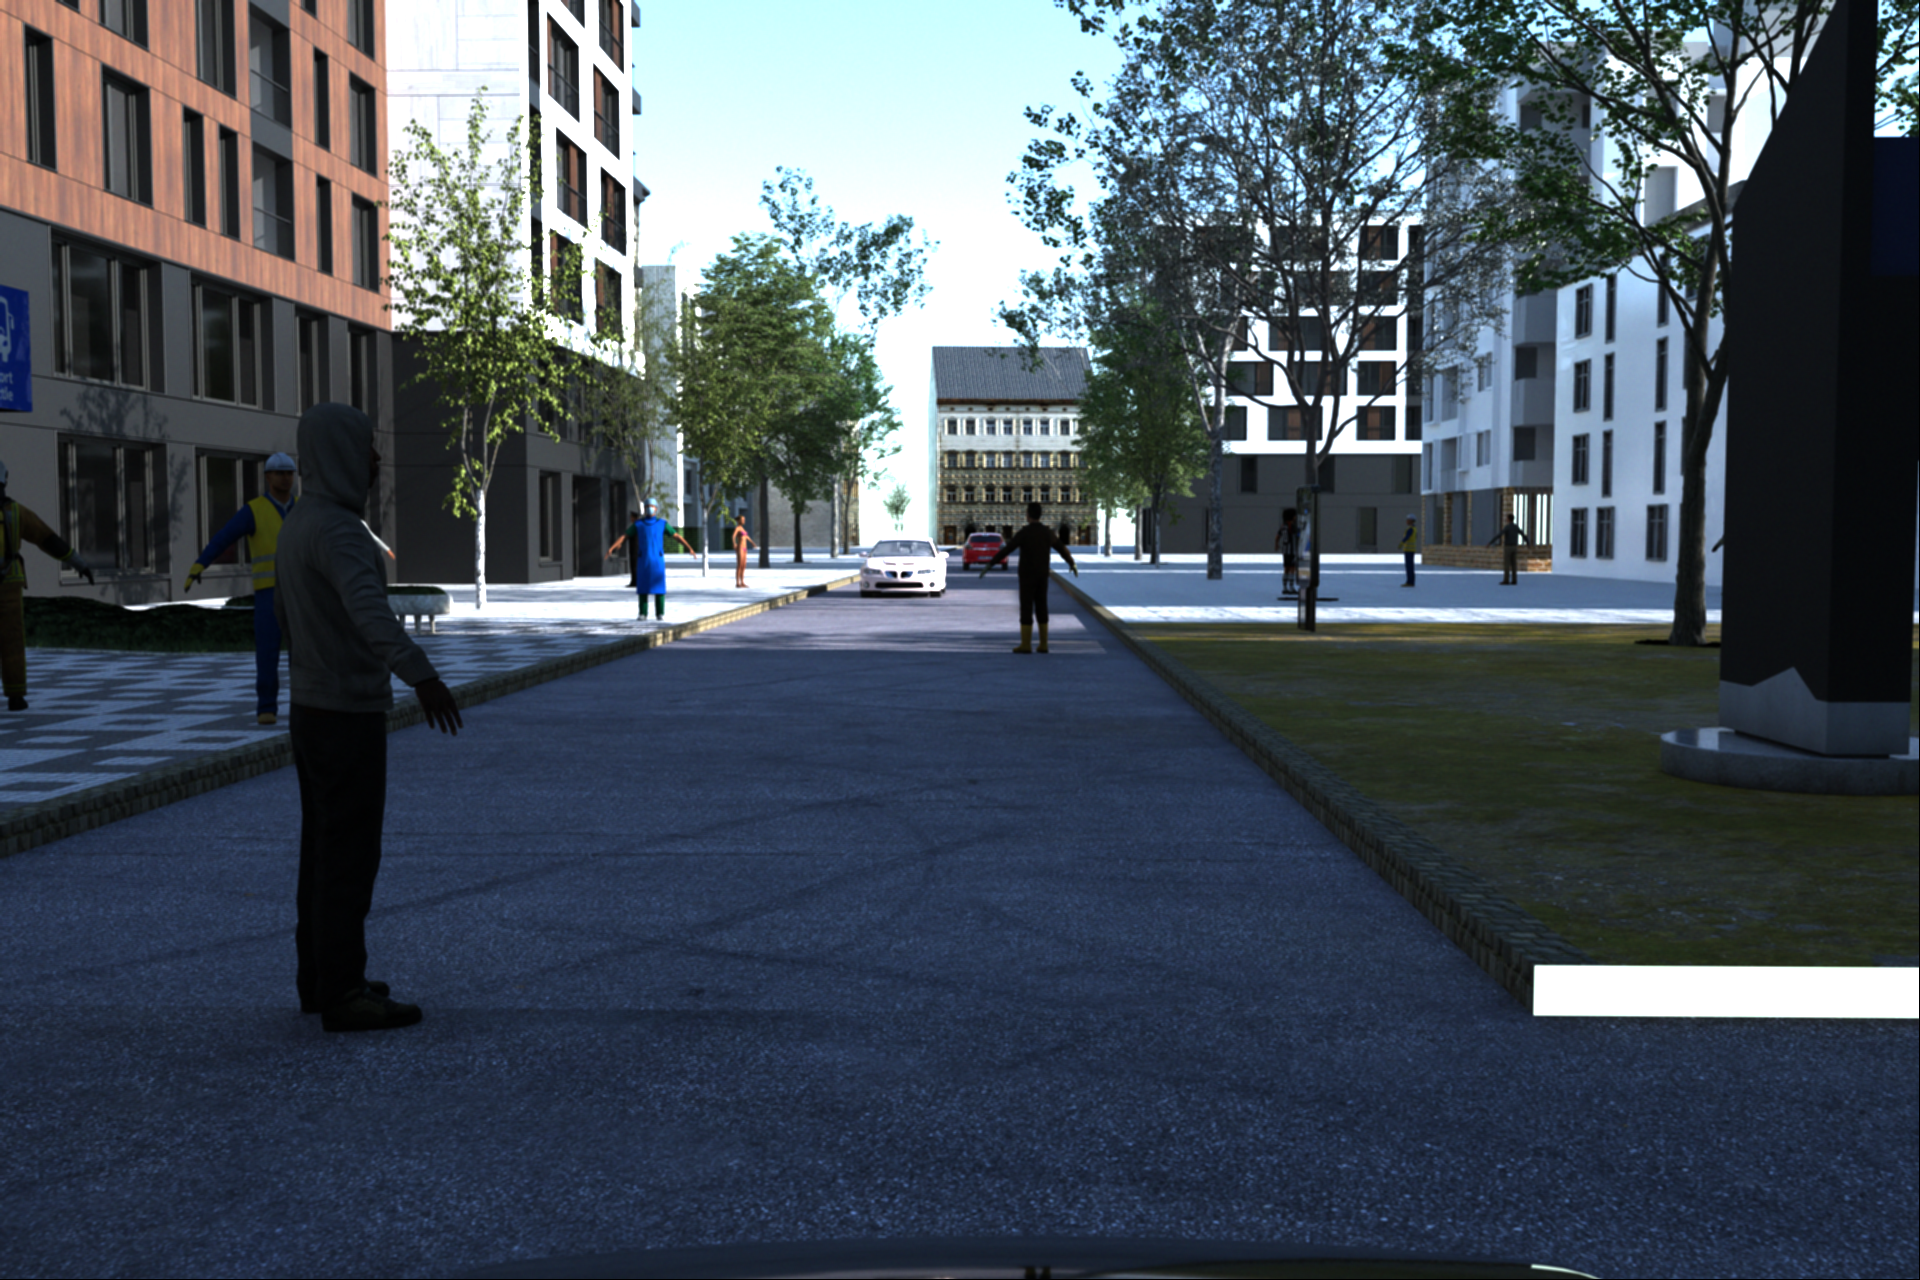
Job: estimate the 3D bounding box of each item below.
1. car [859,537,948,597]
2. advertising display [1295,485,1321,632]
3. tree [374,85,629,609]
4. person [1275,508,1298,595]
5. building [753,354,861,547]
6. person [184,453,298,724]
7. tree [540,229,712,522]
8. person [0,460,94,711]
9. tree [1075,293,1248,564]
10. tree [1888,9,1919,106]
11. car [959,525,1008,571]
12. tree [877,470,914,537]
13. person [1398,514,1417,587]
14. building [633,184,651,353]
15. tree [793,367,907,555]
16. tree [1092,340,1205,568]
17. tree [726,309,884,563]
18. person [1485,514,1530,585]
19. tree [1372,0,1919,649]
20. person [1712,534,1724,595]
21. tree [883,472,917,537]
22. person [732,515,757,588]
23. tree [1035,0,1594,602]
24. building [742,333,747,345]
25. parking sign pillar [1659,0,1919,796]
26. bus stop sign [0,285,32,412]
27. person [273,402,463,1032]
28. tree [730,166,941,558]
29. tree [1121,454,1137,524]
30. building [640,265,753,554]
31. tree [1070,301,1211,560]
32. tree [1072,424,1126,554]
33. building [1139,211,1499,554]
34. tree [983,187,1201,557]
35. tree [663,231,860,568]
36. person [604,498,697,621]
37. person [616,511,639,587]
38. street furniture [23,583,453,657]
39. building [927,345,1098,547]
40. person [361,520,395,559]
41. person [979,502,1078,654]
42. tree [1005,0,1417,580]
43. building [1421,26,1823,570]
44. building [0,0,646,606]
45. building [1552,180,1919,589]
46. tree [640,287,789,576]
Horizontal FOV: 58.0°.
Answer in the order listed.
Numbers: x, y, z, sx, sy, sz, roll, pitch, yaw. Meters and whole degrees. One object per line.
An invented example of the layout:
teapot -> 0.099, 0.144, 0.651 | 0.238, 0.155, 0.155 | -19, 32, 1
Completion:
car -> -1.299, -1.740, 40.803 | 2.083, 1.381, 4.827 | 0, 4, 1
advertising display -> 4.628, -1.092, 23.075 | 0.123, 1.923, 0.974 | 0, 4, 0
tree -> -8.058, -4.844, 29.570 | 4.737, 8.622, 4.395 | 0, 3, 0
person -> 7.047, -1.878, 36.856 | 0.704, 1.843, 1.345 | -2, 4, -24
building -> -20.309, -21.117, 176.187 | 19.493, 23.208, 18.063 | 0, 4, 2
person -> -4.608, -0.357, 11.811 | 1.349, 1.833, 0.705 | -3, 5, -41
tree -> -7.462, -5.572, 41.460 | 4.360, 8.622, 3.978 | 0, 3, 0
person -> -7.014, -0.415, 12.550 | 1.354, 1.858, 0.705 | -2, 4, -34
tree -> 8.403, -9.039, 73.536 | 9.928, 11.665, 9.643 | 0, 3, 0
tree -> 8.573, -3.789, 12.310 | 4.360, 8.622, 3.978 | 0, 3, 0
car -> 1.024, -3.690, 69.376 | 2.155, 1.783, 4.494 | 0, 4, 1
tree -> -6.938, -15.138, 197.874 | 4.360, 8.622, 3.978 | 0, 3, 0
person -> 10.900, -2.189, 42.256 | 0.721, 1.772, 1.216 | 2, 4, 29
building -> -23.684, -14.498, 67.967 | 19.493, 23.208, 18.063 | 0, 4, 2
tree -> -6.830, -11.012, 105.804 | 9.928, 11.665, 9.643 | 0, 3, 0
tree -> 7.277, -6.999, 64.792 | 4.737, 8.622, 4.395 | 0, 3, 0
tree -> -7.212, -9.297, 77.756 | 9.928, 11.665, 9.643 | 0, 3, 0
person -> 13.923, -2.299, 43.864 | 1.348, 1.796, 0.705 | -1, 4, -21
tree -> 8.546, -5.735, 19.517 | 9.928, 11.665, 9.643 | 0, 3, 0
person -> 16.004, -1.841, 35.875 | 0.705, 1.856, 1.354 | 0, 4, -2
tree -> -6.540, -15.496, 203.715 | 4.360, 8.622, 3.978 | 0, 3, 0
person -> -5.182, -2.125, 41.542 | 0.721, 1.733, 1.217 | 1, 4, 17
tree -> 6.840, -7.511, 33.181 | 12.009, 13.543, 11.850 | 0, 3, 0
building -> -24.858, -17.994, 150.626 | 16.016, 20.090, 11.380 | 0, 4, 1
parking sign pillar -> 4.492, -1.260, 9.074 | 1.447, 3.967, 1.447 | 0, 4, 2
bus stop sign -> -6.709, -1.366, 11.345 | 0.837, 3.901, 0.837 | 0, 4, 1
person -> -1.801, 0.213, 5.108 | 0.705, 1.813, 1.348 | -2, 4, -35
tree -> -8.161, -14.436, 91.910 | 12.611, 20.169, 13.585 | 0, 3, 0
tree -> 22.694, -17.842, 198.376 | 9.857, 13.997, 8.962 | 0, 3, 0
building -> -26.381, -16.122, 130.052 | 16.747, 18.905, 31.486 | 0, 4, 2
tree -> 8.977, -10.163, 84.298 | 7.486, 12.596, 7.792 | 0, 3, 0
tree -> 8.925, -9.802, 110.628 | 4.737, 8.622, 4.395 | 0, 3, 0
building -> 26.775, -17.259, 126.163 | 27.936, 21.610, 32.646 | 0, 4, 1
tree -> 7.621, -14.758, 97.187 | 12.611, 20.169, 13.585 | 0, 3, 0
tree -> -7.862, -9.030, 65.774 | 7.486, 12.596, 7.792 | 0, 3, 0
person -> -4.595, -1.199, 25.737 | 1.347, 1.817, 0.704 | -1, 4, -8
person -> -7.876, -2.200, 41.899 | 0.705, 1.837, 1.347 | 1, 4, 20
street furniture -> -11.287, -0.339, 21.175 | 10.072, 0.657, 5.734 | 1, 4, 12
building -> 5.728, -22.509, 201.408 | 18.063, 23.208, 19.493 | 0, 4, -4
person -> -9.185, -1.232, 26.329 | 1.347, 1.806, 0.705 | 2, 4, 24
person -> 0.874, -0.750, 20.861 | 1.346, 1.812, 0.704 | -2, 4, -27
tree -> 7.146, -11.869, 49.941 | 12.611, 20.169, 13.585 | 0, 3, 0
building -> 24.424, -13.125, 71.015 | 16.016, 20.090, 11.380 | 0, 4, 1
building -> -24.963, -12.094, 41.717 | 27.936, 21.610, 32.646 | 0, 4, 2
building -> 23.035, -6.060, 41.228 | 9.099, 9.664, 28.070 | 0, 4, 1
tree -> -7.494, -6.236, 52.326 | 4.737, 8.622, 4.395 | 0, 3, 0
